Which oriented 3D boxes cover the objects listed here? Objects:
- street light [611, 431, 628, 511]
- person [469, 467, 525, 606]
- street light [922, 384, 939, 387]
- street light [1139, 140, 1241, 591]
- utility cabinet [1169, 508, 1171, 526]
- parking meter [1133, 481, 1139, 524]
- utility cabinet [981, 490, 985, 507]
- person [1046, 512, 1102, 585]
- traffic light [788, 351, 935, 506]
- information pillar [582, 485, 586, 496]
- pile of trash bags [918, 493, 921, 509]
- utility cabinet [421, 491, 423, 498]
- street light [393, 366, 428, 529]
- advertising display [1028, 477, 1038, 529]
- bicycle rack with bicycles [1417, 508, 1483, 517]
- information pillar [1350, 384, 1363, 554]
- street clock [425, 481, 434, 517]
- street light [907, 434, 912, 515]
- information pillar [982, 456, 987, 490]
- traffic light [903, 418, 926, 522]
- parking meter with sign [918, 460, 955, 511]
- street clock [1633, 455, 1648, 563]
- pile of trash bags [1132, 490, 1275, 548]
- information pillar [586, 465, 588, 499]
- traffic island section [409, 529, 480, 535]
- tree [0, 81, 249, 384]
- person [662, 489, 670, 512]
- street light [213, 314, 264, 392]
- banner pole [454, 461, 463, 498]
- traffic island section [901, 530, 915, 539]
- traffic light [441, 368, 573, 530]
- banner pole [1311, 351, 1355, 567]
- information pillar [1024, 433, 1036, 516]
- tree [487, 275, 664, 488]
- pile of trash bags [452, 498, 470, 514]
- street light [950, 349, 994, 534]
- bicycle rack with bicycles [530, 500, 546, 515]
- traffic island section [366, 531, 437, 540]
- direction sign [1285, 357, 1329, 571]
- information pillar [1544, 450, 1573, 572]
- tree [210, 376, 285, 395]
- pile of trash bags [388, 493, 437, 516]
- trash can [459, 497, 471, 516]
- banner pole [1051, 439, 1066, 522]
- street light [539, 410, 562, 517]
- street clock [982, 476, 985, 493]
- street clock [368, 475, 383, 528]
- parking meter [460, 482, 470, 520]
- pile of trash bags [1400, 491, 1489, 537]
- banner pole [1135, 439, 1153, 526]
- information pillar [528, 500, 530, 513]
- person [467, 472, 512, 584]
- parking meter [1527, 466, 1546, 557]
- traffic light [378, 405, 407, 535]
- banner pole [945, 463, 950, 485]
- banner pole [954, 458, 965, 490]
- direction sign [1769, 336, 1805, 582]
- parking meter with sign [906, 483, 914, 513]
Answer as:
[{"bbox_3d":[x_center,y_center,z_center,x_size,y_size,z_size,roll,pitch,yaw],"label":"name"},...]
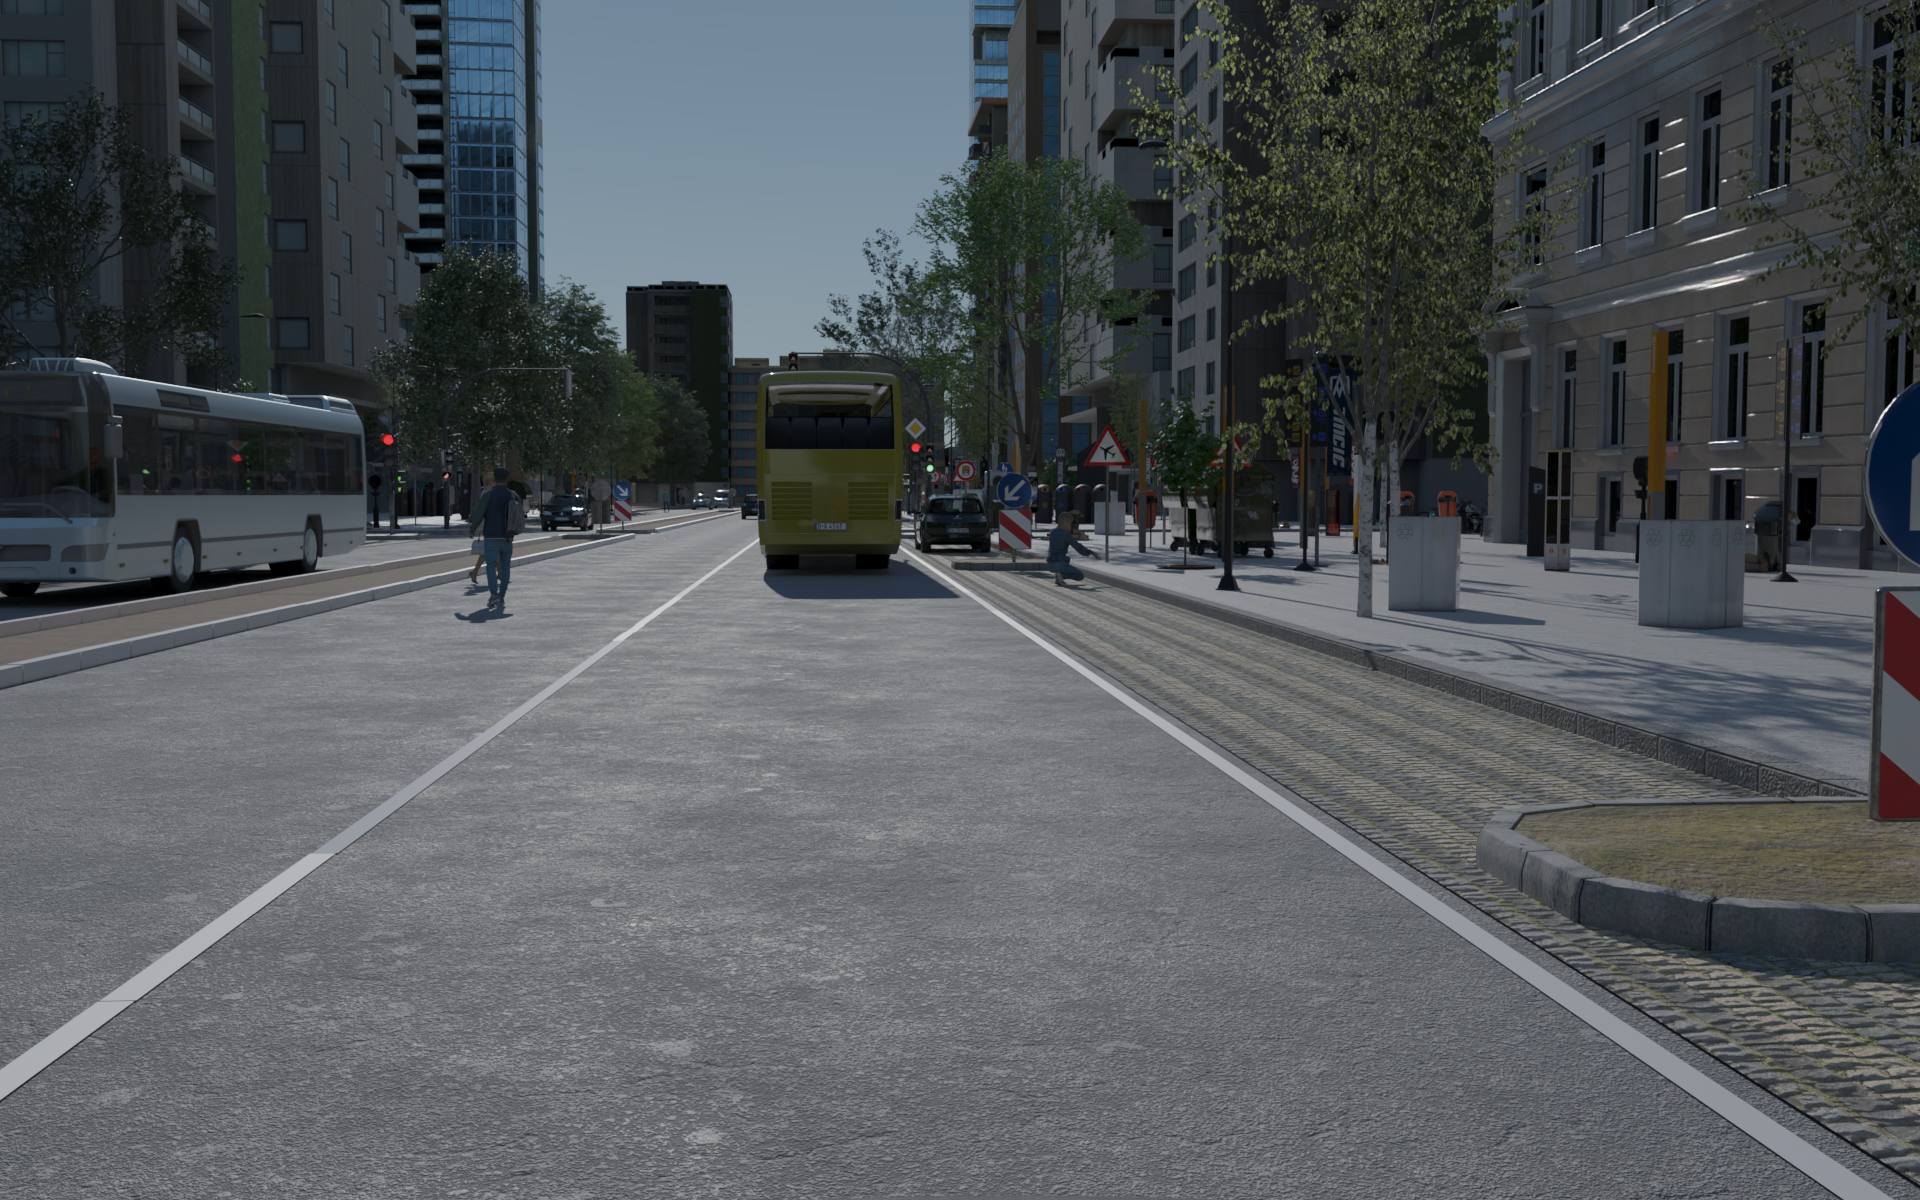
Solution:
[{"bbox_3d":[-25.282,-9.524,128.266,1.470,5.913,1.316,0,4,-5],"label":"street light"},{"bbox_3d":[-5.950,-0.828,22.383,0.623,1.781,0.721,-3,5,-44],"label":"person"},{"bbox_3d":[-0.902,-6.166,73.357,1.470,5.913,1.316,0,4,-5],"label":"street light"},{"bbox_3d":[3.049,-3.084,22.973,1.470,5.913,1.316,0,4,-5],"label":"street light"},{"bbox_3d":[8.417,-3.626,67.959,0.318,1.500,1.173,0,4,1],"label":"utility cabinet"},{"bbox_3d":[7.644,-4.206,74.477,0.399,1.863,0.255,2,4,27],"label":"parking meter"},{"bbox_3d":[1.199,-4.681,85.209,0.318,1.500,1.173,3,5,42],"label":"utility cabinet"},{"bbox_3d":[1.642,-0.821,27.424,0.738,1.151,1.012,-3,4,-38],"label":"person"},{"bbox_3d":[-3.098,-4.946,55.529,4.771,5.953,1.251,0,4,-5],"label":"traffic light"},{"bbox_3d":[-27.827,-7.585,128.514,0.304,2.012,0.304,3,5,42],"label":"information pillar"},{"bbox_3d":[-2.949,-7.606,134.116,1.912,1.369,3.447,0,4,-4],"label":"pile of trash bags"},{"bbox_3d":[-40.435,-7.420,129.994,1.173,1.500,0.318,1,4,9],"label":"utility cabinet"},{"bbox_3d":[-19.983,-5.528,62.918,1.470,5.913,1.316,0,4,-5],"label":"street light"},{"bbox_3d":[2.414,-3.562,63.445,0.974,1.923,0.123,-2,4,-26],"label":"advertising display"},{"bbox_3d":[18.893,-3.207,65.816,2.925,0.926,2.852,1,4,19],"label":"bicycle rack with bicycles"},{"bbox_3d":[8.452,-2.779,36.792,0.183,3.616,0.504,0,4,3],"label":"information pillar"},{"bbox_3d":[-29.692,-5.670,97.269,0.358,2.002,0.471,-1,4,-23],"label":"street clock"},{"bbox_3d":[-3.663,-8.191,106.457,1.470,5.913,1.316,0,4,-5],"label":"street light"},{"bbox_3d":[1.524,-6.950,104.995,0.504,3.616,0.183,3,5,44],"label":"information pillar"},{"bbox_3d":[-1.655,-4.580,63.796,0.839,4.253,0.868,0,4,-5],"label":"traffic light"},{"bbox_3d":[-1.185,-5.673,89.008,1.738,3.016,0.543,-1,4,-10],"label":"parking meter with sign"},{"bbox_3d":[12.664,-1.683,32.093,0.471,2.002,0.358,-3,5,-44],"label":"street clock"},{"bbox_3d":[5.752,-1.954,41.693,3.447,1.369,1.912,-1,4,-20],"label":"pile of trash bags"},{"bbox_3d":[-24.215,-7.401,112.365,0.183,3.616,0.504,-1,4,-9],"label":"information pillar"},{"bbox_3d":[-18.553,-2.464,62.569,2.009,0.180,2.903,0,4,-5],"label":"traffic island section"},{"bbox_3d":[-19.418,-6.363,38.450,8.767,10.594,7.601,1,4,20],"label":"tree"},{"bbox_3d":[-23.270,-7.871,137.214,0.660,1.820,0.620,1,4,13],"label":"person"},{"bbox_3d":[-18.615,-4.413,44.693,1.470,5.913,1.316,0,4,-5],"label":"street light"},{"bbox_3d":[-37.528,-8.530,129.488,0.863,3.779,0.401,-3,4,-38],"label":"banner pole"},{"bbox_3d":[-0.979,-2.059,55.953,2.009,0.180,2.903,0,4,-5],"label":"traffic island section"},{"bbox_3d":[-16.434,-5.380,62.639,4.771,5.953,1.251,0,4,-5],"label":"traffic light"},{"bbox_3d":[6.493,-2.468,30.362,0.863,3.779,0.401,2,4,35],"label":"banner pole"},{"bbox_3d":[2.670,-4.582,66.275,0.504,3.616,0.183,0,4,-6],"label":"information pillar"},{"bbox_3d":[-23.823,-11.979,102.513,9.857,13.997,8.962,0,3,0],"label":"tree"},{"bbox_3d":[-33.320,-6.375,113.982,1.912,1.369,3.447,-2,4,-35],"label":"pile of trash bags"},{"bbox_3d":[0.380,-5.074,55.495,1.470,5.913,1.316,0,4,-5],"label":"street light"},{"bbox_3d":[-25.029,-5.816,108.469,2.925,0.926,2.852,2,4,31],"label":"bicycle rack with bicycles"},{"bbox_3d":[-17.917,-1.977,54.610,2.009,0.180,2.903,0,4,-5],"label":"traffic island section"},{"bbox_3d":[5.777,-2.259,28.926,0.379,3.537,0.876,-3,5,-41],"label":"direction sign"},{"bbox_3d":[9.945,-1.486,28.792,0.304,2.012,0.304,-2,4,-30],"label":"information pillar"},{"bbox_3d":[-19.886,-3.936,48.072,4.285,4.588,4.351,0,3,0],"label":"tree"},{"bbox_3d":[-32.366,-5.725,103.363,3.447,1.369,1.912,-1,4,-9],"label":"pile of trash bags"},{"bbox_3d":[-28.076,-5.298,98.273,0.748,1.137,0.748,0,3,0],"label":"trash can"},{"bbox_3d":[4.450,-5.469,79.430,0.863,3.779,0.401,0,4,-4],"label":"banner pole"},{"bbox_3d":[-22.661,-7.547,95.930,1.470,5.913,1.316,0,4,-5],"label":"street light"},{"bbox_3d":[1.097,-4.017,70.249,0.358,2.002,0.471,2,4,34],"label":"street clock"},{"bbox_3d":[-21.978,-3.706,65.155,0.471,2.002,0.358,0,4,-3],"label":"street clock"},{"bbox_3d":[-24.803,-4.960,86.806,0.399,1.863,0.255,-3,5,-40],"label":"parking meter"},{"bbox_3d":[15.787,-2.852,56.375,3.447,1.369,1.912,-1,4,-12],"label":"pile of trash bags"},{"bbox_3d":[7.449,-4.882,69.841,0.863,3.779,0.401,3,5,43],"label":"banner pole"},{"bbox_3d":[-29.605,-6.961,118.307,0.304,2.012,0.304,-3,5,-42],"label":"information pillar"},{"bbox_3d":[-7.527,-1.150,27.660,0.624,1.780,0.694,1,4,9],"label":"person"},{"bbox_3d":[11.863,-1.826,35.559,0.399,1.863,0.255,1,4,14],"label":"parking meter"},{"bbox_3d":[-17.876,-4.010,54.478,0.839,4.253,0.868,0,4,-5],"label":"traffic light"},{"bbox_3d":[-0.977,-9.133,139.339,0.401,3.779,0.863,2,4,33],"label":"banner pole"},{"bbox_3d":[0.031,-7.117,106.388,0.863,3.779,0.401,0,4,1],"label":"banner pole"},{"bbox_3d":[12.076,-2.036,25.286,0.379,3.537,0.876,0,4,2],"label":"direction sign"},{"bbox_3d":[-3.215,-7.300,115.623,1.738,3.016,0.543,1,4,14],"label":"parking meter with sign"}]
